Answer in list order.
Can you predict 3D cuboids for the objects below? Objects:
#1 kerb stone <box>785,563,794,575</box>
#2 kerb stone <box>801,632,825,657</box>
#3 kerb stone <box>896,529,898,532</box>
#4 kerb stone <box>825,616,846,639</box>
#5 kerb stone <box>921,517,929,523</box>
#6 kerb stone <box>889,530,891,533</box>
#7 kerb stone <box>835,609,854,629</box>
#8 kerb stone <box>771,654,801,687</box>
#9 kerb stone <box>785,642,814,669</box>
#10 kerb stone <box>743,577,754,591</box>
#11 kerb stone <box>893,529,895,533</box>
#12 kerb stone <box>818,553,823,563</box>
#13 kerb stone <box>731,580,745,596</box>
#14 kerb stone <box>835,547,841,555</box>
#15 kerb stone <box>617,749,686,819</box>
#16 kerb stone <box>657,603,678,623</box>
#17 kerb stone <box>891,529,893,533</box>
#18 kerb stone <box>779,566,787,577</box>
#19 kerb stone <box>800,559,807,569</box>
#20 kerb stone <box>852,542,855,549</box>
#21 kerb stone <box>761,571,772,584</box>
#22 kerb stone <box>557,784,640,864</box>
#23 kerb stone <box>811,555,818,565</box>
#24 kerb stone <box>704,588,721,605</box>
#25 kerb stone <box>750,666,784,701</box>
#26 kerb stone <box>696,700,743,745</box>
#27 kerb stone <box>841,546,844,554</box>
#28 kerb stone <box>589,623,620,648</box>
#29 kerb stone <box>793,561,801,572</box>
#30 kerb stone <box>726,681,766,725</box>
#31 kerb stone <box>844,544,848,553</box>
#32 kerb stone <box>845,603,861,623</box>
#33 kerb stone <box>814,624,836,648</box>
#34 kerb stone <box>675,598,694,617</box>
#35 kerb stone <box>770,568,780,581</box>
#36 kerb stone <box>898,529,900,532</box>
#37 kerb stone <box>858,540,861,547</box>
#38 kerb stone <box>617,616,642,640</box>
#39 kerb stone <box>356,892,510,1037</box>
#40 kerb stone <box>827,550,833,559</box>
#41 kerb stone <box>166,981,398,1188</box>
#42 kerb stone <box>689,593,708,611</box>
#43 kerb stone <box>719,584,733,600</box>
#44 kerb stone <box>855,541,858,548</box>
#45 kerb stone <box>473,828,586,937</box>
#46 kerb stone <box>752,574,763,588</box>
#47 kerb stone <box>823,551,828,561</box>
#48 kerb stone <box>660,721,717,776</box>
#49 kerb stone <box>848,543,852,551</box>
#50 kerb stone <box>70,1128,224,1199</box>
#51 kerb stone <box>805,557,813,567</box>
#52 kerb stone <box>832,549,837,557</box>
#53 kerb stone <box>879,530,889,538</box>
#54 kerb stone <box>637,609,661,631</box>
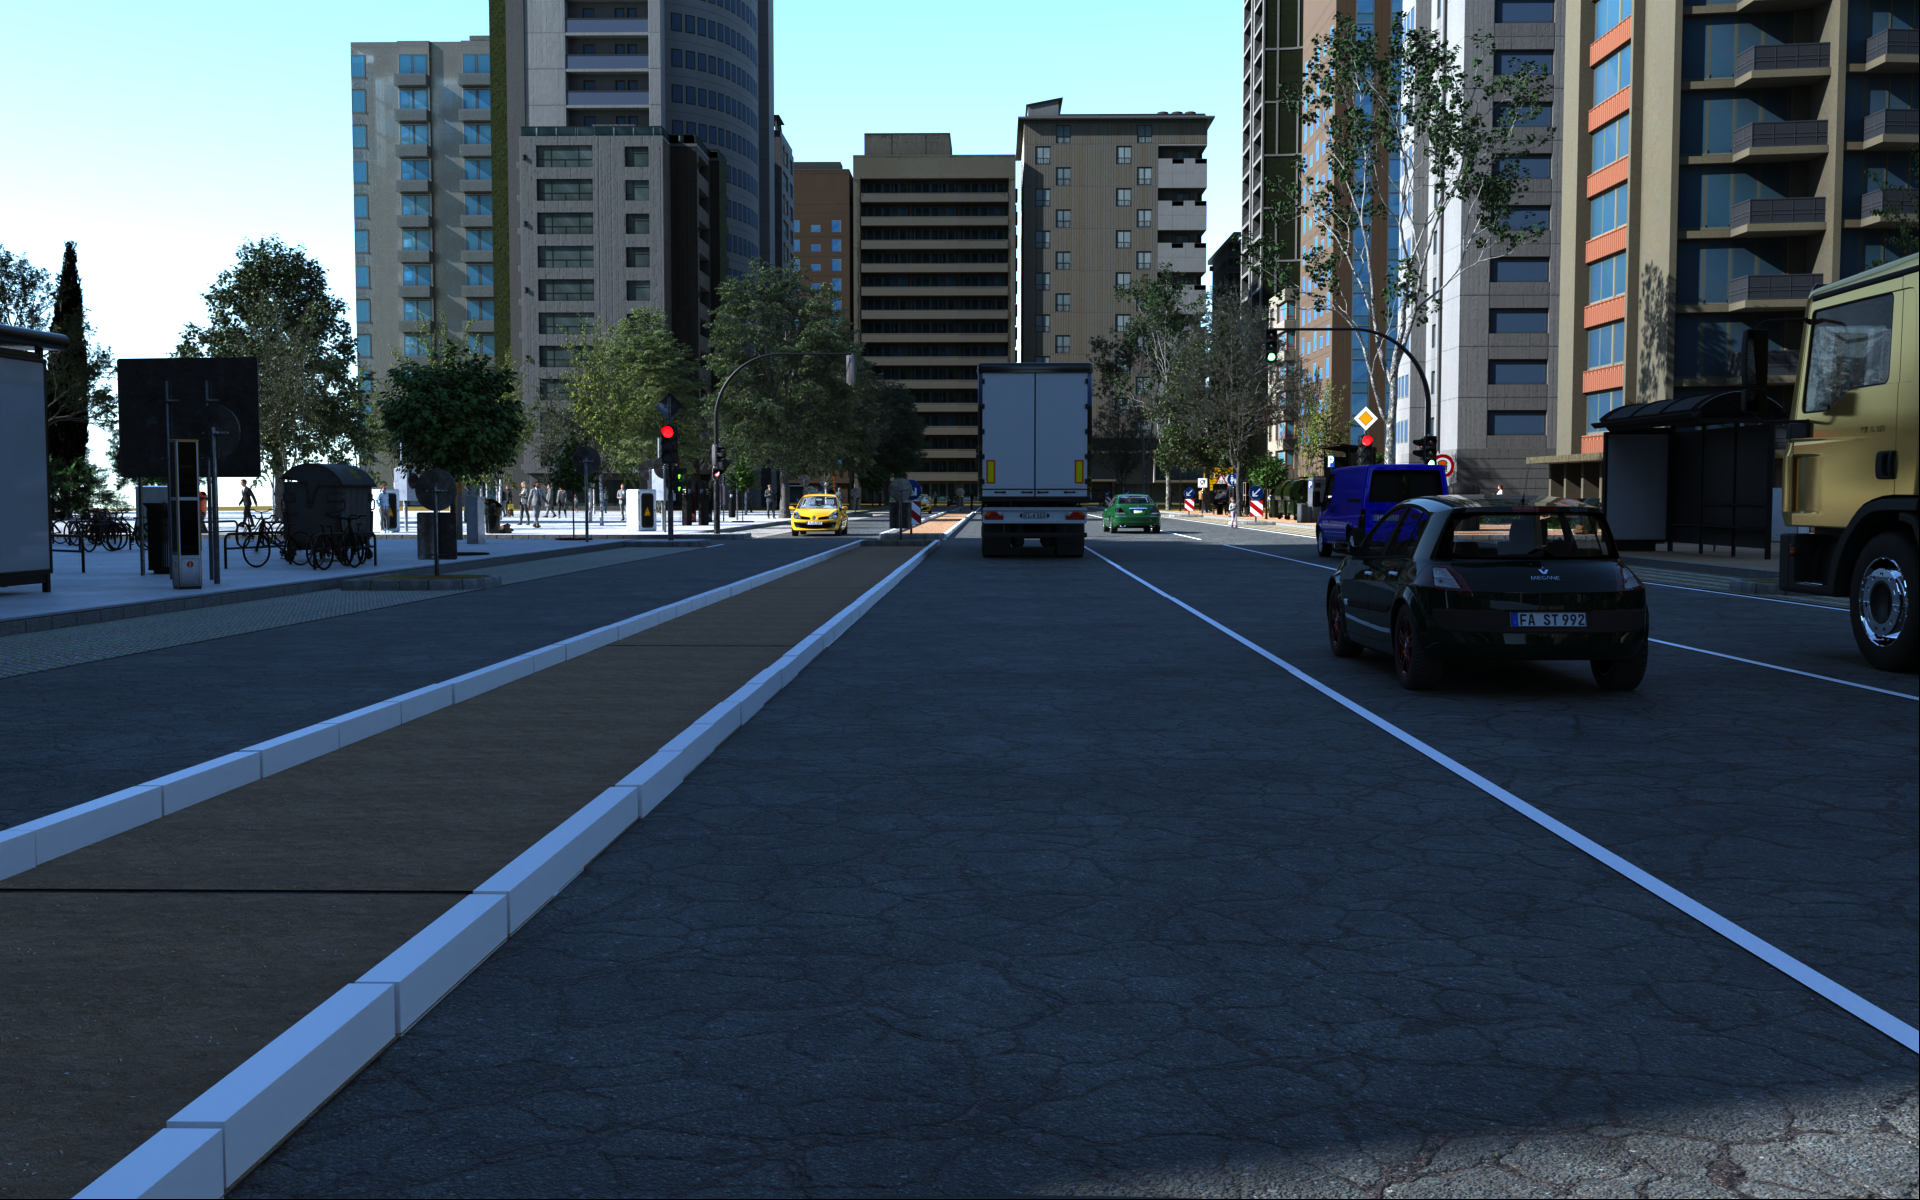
[{"bbox_3d":[-3.103,-0.513,30.675,0.120,0.150,1.000,0,4,1],"label":"kerb stone"},{"bbox_3d":[-1.324,0.424,15.311,0.120,0.150,1.000,0,4,1],"label":"kerb stone"},{"bbox_3d":[-2.438,-2.499,63.047,0.120,0.150,1.000,0,4,1],"label":"kerb stone"},{"bbox_3d":[-1.274,0.296,17.360,0.120,0.150,1.000,0,4,1],"label":"kerb stone"},{"bbox_3d":[-1.859,-4.192,90.727,0.120,0.150,1.000,0,4,1],"label":"kerb stone"},{"bbox_3d":[-2.516,-2.248,58.949,0.120,0.150,1.000,0,4,1],"label":"kerb stone"},{"bbox_3d":[-1.256,0.233,18.384,0.120,0.150,1.000,0,4,1],"label":"kerb stone"},{"bbox_3d":[-1.356,0.552,13.251,0.120,0.150,1.000,0,4,1],"label":"kerb stone"},{"bbox_3d":[-1.341,0.486,14.278,0.120,0.150,1.000,0,4,1],"label":"kerb stone"},{"bbox_3d":[-3.207,-0.205,25.546,0.120,0.150,1.000,0,4,1],"label":"kerb stone"},{"bbox_3d":[-2.483,-2.373,60.997,0.120,0.150,1.000,0,4,1],"label":"kerb stone"},{"bbox_3d":[-2.995,-0.831,35.786,0.120,0.150,1.000,0,4,1],"label":"kerb stone"},{"bbox_3d":[-3.218,-0.142,24.524,0.120,0.150,1.000,0,4,1],"label":"kerb stone"},{"bbox_3d":[-2.913,-1.082,39.890,0.120,0.150,1.000,0,4,1],"label":"kerb stone"},{"bbox_3d":[-1.452,0.860,8.142,0.120,0.150,1.000,0,4,1],"label":"kerb stone"},{"bbox_3d":[-3.337,0.170,19.416,0.120,0.150,1.000,0,4,1],"label":"kerb stone"},{"bbox_3d":[-2.498,-2.310,59.975,0.120,0.150,1.000,0,4,1],"label":"kerb stone"},{"bbox_3d":[-3.122,-0.451,29.654,0.120,0.150,1.000,0,4,1],"label":"kerb stone"},{"bbox_3d":[-3.059,-0.641,32.719,0.120,0.150,1.000,0,4,1],"label":"kerb stone"},{"bbox_3d":[-2.829,-1.331,43.997,0.120,0.150,1.000,0,4,1],"label":"kerb stone"},{"bbox_3d":[-3.162,-0.330,27.598,0.120,0.150,1.000,0,4,1],"label":"kerb stone"},{"bbox_3d":[-1.488,0.927,7.119,0.120,0.150,1.000,0,4,1],"label":"kerb stone"},{"bbox_3d":[-3.019,-0.769,34.764,0.120,0.150,1.000,0,4,1],"label":"kerb stone"},{"bbox_3d":[-3.273,-0.017,22.481,0.120,0.150,1.000,0,4,1],"label":"kerb stone"},{"bbox_3d":[-1.381,0.610,12.229,0.120,0.150,1.000,0,4,1],"label":"kerb stone"},{"bbox_3d":[-1.425,0.735,10.186,0.120,0.150,1.000,0,4,1],"label":"kerb stone"},{"bbox_3d":[-2.896,-1.138,40.912,0.120,0.150,1.000,0,4,1],"label":"kerb stone"},{"bbox_3d":[-3.398,0.358,16.339,0.120,0.150,1.000,0,4,1],"label":"kerb stone"},{"bbox_3d":[-3.081,-0.575,31.697,0.120,0.150,1.000,0,4,1],"label":"kerb stone"},{"bbox_3d":[-1.397,0.673,11.207,0.120,0.150,1.000,0,4,1],"label":"kerb stone"},{"bbox_3d":[-2.867,-1.207,41.942,0.120,0.150,1.000,0,4,1],"label":"kerb stone"},{"bbox_3d":[-1.233,0.172,19.407,0.120,0.150,1.000,0,4,1],"label":"kerb stone"},{"bbox_3d":[-1.298,0.359,16.332,0.120,0.150,1.000,0,4,1],"label":"kerb stone"},{"bbox_3d":[-3.314,0.110,20.438,0.120,0.150,1.000,0,4,1],"label":"kerb stone"},{"bbox_3d":[-3.142,-0.393,28.629,0.120,0.150,1.000,0,4,1],"label":"kerb stone"},{"bbox_3d":[-2.416,-2.561,64.069,0.120,0.150,1.000,0,4,1],"label":"kerb stone"},{"bbox_3d":[-2.790,-1.457,46.040,0.120,0.150,1.000,0,4,1],"label":"kerb stone"},{"bbox_3d":[-3.372,0.298,17.361,0.120,0.150,1.000,0,4,1],"label":"kerb stone"},{"bbox_3d":[-1.525,1.050,5.066,0.120,0.150,1.000,0,4,1],"label":"kerb stone"},{"bbox_3d":[-2.947,-0.956,37.833,0.120,0.150,1.000,0,4,1],"label":"kerb stone"},{"bbox_3d":[-1.552,1.110,4.043,0.120,0.150,1.000,0,4,1],"label":"kerb stone"},{"bbox_3d":[-3.295,0.045,21.459,0.120,0.150,1.000,0,4,1],"label":"kerb stone"},{"bbox_3d":[-3.251,-0.080,23.503,0.120,0.150,1.000,0,4,1],"label":"kerb stone"},{"bbox_3d":[-2.804,-1.396,45.018,0.120,0.150,1.000,0,4,1],"label":"kerb stone"},{"bbox_3d":[-1.504,0.985,6.097,0.120,0.150,1.000,0,4,1],"label":"kerb stone"},{"bbox_3d":[-3.184,-0.268,26.577,0.120,0.150,1.000,0,4,1],"label":"kerb stone"},{"bbox_3d":[-2.963,-0.894,36.807,0.120,0.150,1.000,0,4,1],"label":"kerb stone"},{"bbox_3d":[-1.441,0.797,9.164,0.120,0.150,1.000,0,4,1],"label":"kerb stone"},{"bbox_3d":[-2.848,-1.271,42.975,0.120,0.150,1.000,0,4,1],"label":"kerb stone"},{"bbox_3d":[-1.566,1.177,3.017,0.120,0.150,1.000,0,4,1],"label":"kerb stone"},{"bbox_3d":[-3.032,-0.706,33.740,0.120,0.150,1.000,0,4,1],"label":"kerb stone"},{"bbox_3d":[-2.931,-1.018,38.868,0.120,0.150,1.000,0,4,1],"label":"kerb stone"},{"bbox_3d":[-2.541,-2.185,57.917,0.120,0.150,1.000,0,4,1],"label":"kerb stone"},{"bbox_3d":[-3.356,0.234,18.388,0.120,0.150,1.000,0,4,1],"label":"kerb stone"}]
